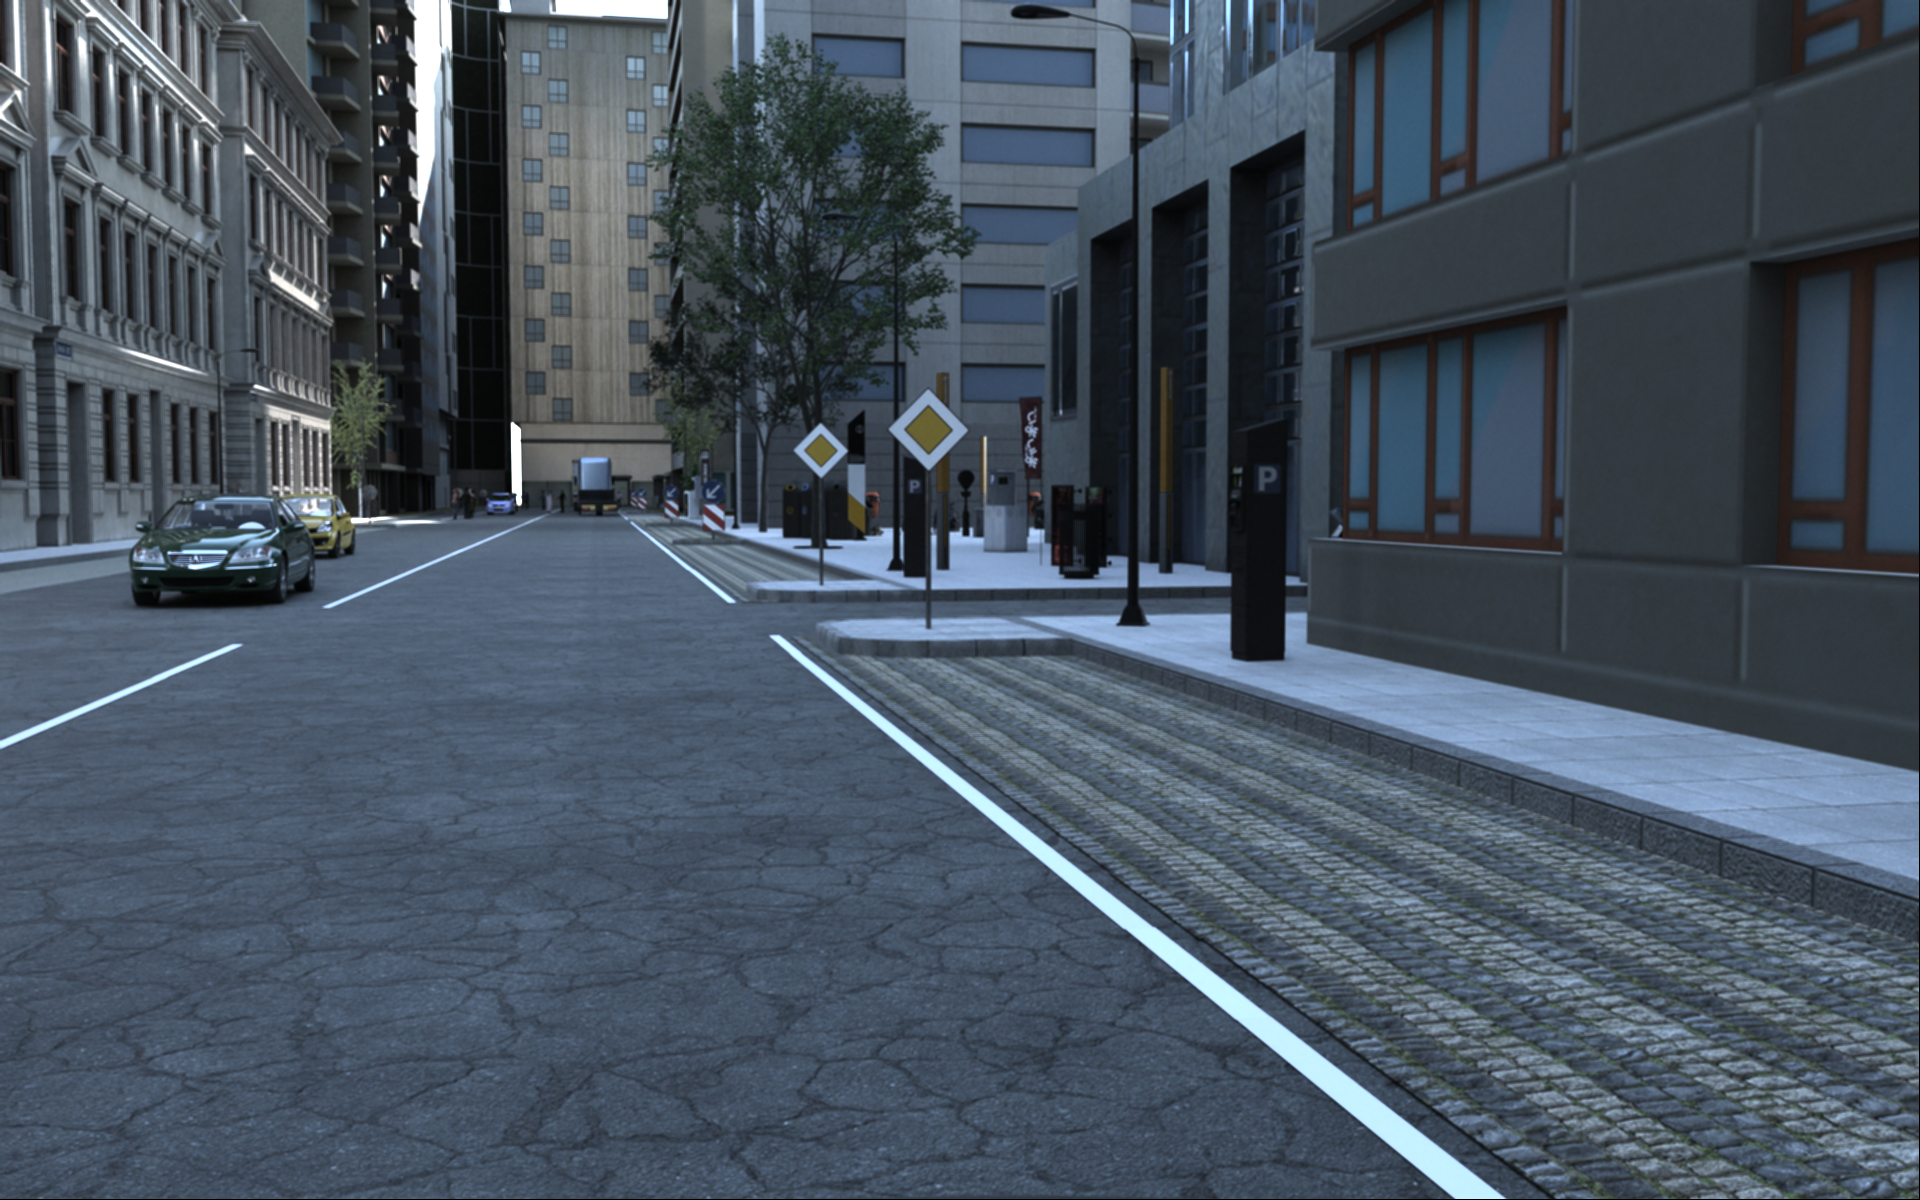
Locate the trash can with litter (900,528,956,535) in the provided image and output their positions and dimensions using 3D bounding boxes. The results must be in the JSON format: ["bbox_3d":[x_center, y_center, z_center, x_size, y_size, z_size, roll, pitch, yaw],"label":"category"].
[{"bbox_3d":[-1.145,-2.689,55.017,1.678,1.210,2.233,-1,4,-14],"label":"trash can with litter"}]

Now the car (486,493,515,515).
[{"bbox_3d":[-31.901,-6.773,120.332,1.945,1.707,3.694,-1,4,-10],"label":"car"}]

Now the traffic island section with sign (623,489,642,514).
[{"bbox_3d":[-22.927,-7.071,124.233,1.989,1.847,2.006,-1,4,-12],"label":"traffic island section with sign"}]

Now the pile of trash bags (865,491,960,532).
[{"bbox_3d":[-1.663,-3.055,59.704,3.447,1.369,1.912,0,4,6],"label":"pile of trash bags"}]

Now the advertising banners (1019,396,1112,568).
[{"bbox_3d":[1.845,-2.115,30.767,2.074,3.025,0.090,3,5,42],"label":"advertising banners"}]

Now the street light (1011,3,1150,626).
[{"bbox_3d":[1.165,-2.700,16.690,1.470,5.913,1.316,-1,4,-12],"label":"street light"}]

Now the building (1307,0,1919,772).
[{"bbox_3d":[19.477,-9.657,2.939,27.650,21.520,28.899,-1,4,-12],"label":"building"}]

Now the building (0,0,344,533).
[{"bbox_3d":[-32.846,-14.385,71.356,11.583,22.565,21.152,-1,4,-12],"label":"building"}]

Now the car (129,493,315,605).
[{"bbox_3d":[-10.101,-0.744,23.957,2.131,1.459,4.920,-1,4,-13],"label":"car"}]

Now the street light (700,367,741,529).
[{"bbox_3d":[-8.786,-5.563,63.499,1.470,5.913,1.316,-1,4,-12],"label":"street light"}]

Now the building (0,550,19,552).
[{"bbox_3d":[-24.491,-11.818,29.389,11.583,22.565,21.152,-1,4,-12],"label":"building"}]

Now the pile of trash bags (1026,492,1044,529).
[{"bbox_3d":[3.461,-3.320,64.034,1.912,1.369,3.447,-2,4,-29],"label":"pile of trash bags"}]

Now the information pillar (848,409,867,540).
[{"bbox_3d":[-2.846,-3.456,47.858,0.504,3.616,0.183,-1,4,-15],"label":"information pillar"}]

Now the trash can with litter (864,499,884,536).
[{"bbox_3d":[-2.854,-2.554,53.150,0.624,1.170,1.055,2,4,35],"label":"trash can with litter"}]

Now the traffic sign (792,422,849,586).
[{"bbox_3d":[-1.947,-1.260,24.245,0.795,2.450,0.064,-1,4,-12],"label":"traffic sign"}]

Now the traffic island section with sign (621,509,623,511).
[{"bbox_3d":[-28.478,-8.684,150.613,1.989,1.847,2.006,-1,4,-12],"label":"traffic island section with sign"}]

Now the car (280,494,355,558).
[{"bbox_3d":[-14.941,-1.798,39.624,2.015,1.641,3.980,-1,4,-12],"label":"car"}]

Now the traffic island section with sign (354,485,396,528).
[{"bbox_3d":[-24.969,-3.955,73.299,1.989,1.847,2.006,-1,4,-12],"label":"traffic island section with sign"}]

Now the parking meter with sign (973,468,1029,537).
[{"bbox_3d":[1.263,-3.386,51.622,1.738,3.016,0.543,-1,4,-19],"label":"parking meter with sign"}]

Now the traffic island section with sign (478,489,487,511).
[{"bbox_3d":[-40.660,-8.522,147.956,1.989,1.847,2.006,-1,4,-12],"label":"traffic island section with sign"}]

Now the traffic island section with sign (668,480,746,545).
[{"bbox_3d":[-7.175,-2.486,49.278,1.989,1.847,2.006,-1,4,-12],"label":"traffic island section with sign"}]

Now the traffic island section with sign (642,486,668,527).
[{"bbox_3d":[-12.857,-4.141,76.327,1.989,1.847,2.006,-1,4,-12],"label":"traffic island section with sign"}]

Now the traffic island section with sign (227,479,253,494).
[{"bbox_3d":[-19.306,-2.309,46.382,1.989,1.847,2.006,-1,4,-12],"label":"traffic island section with sign"}]

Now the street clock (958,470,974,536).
[{"bbox_3d":[0.181,-2.942,52.676,0.471,2.002,0.358,-1,4,-13],"label":"street clock"}]

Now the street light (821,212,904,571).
[{"bbox_3d":[-1.594,-3.441,28.810,1.470,5.913,1.316,-1,4,-12],"label":"street light"}]

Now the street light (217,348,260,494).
[{"bbox_3d":[-23.013,-5.058,55.234,1.470,5.913,1.316,-1,4,-12],"label":"street light"}]

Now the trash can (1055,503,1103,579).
[{"bbox_3d":[1.813,-0.898,26.343,0.748,1.137,0.748,0,3,0],"label":"trash can"}]

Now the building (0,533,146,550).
[{"bbox_3d":[-28.839,-13.082,50.050,11.583,22.565,21.152,-1,4,-12],"label":"building"}]

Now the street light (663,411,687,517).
[{"bbox_3d":[-15.991,-7.647,97.565,1.470,5.913,1.316,-1,4,-12],"label":"street light"}]

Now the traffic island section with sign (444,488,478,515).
[{"bbox_3d":[-35.074,-6.895,121.365,1.989,1.847,2.006,-1,4,-12],"label":"traffic island section with sign"}]

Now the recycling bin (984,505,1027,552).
[{"bbox_3d":[1.012,-1.586,38.486,0.722,1.027,0.722,-3,5,-40],"label":"recycling bin"}]

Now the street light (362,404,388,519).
[{"bbox_3d":[-30.199,-7.148,89.412,1.470,5.913,1.316,-1,4,-12],"label":"street light"}]

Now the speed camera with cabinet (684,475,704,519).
[{"bbox_3d":[-13.501,-5.733,88.068,0.660,3.252,2.038,-2,4,-24],"label":"speed camera with cabinet"}]

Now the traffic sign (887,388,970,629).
[{"bbox_3d":[-0.303,-0.782,16.431,0.795,2.450,0.064,-1,4,-12],"label":"traffic sign"}]

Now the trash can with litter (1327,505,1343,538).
[{"bbox_3d":[4.173,-0.366,17.371,0.624,1.170,1.055,-2,4,-27],"label":"trash can with litter"}]
